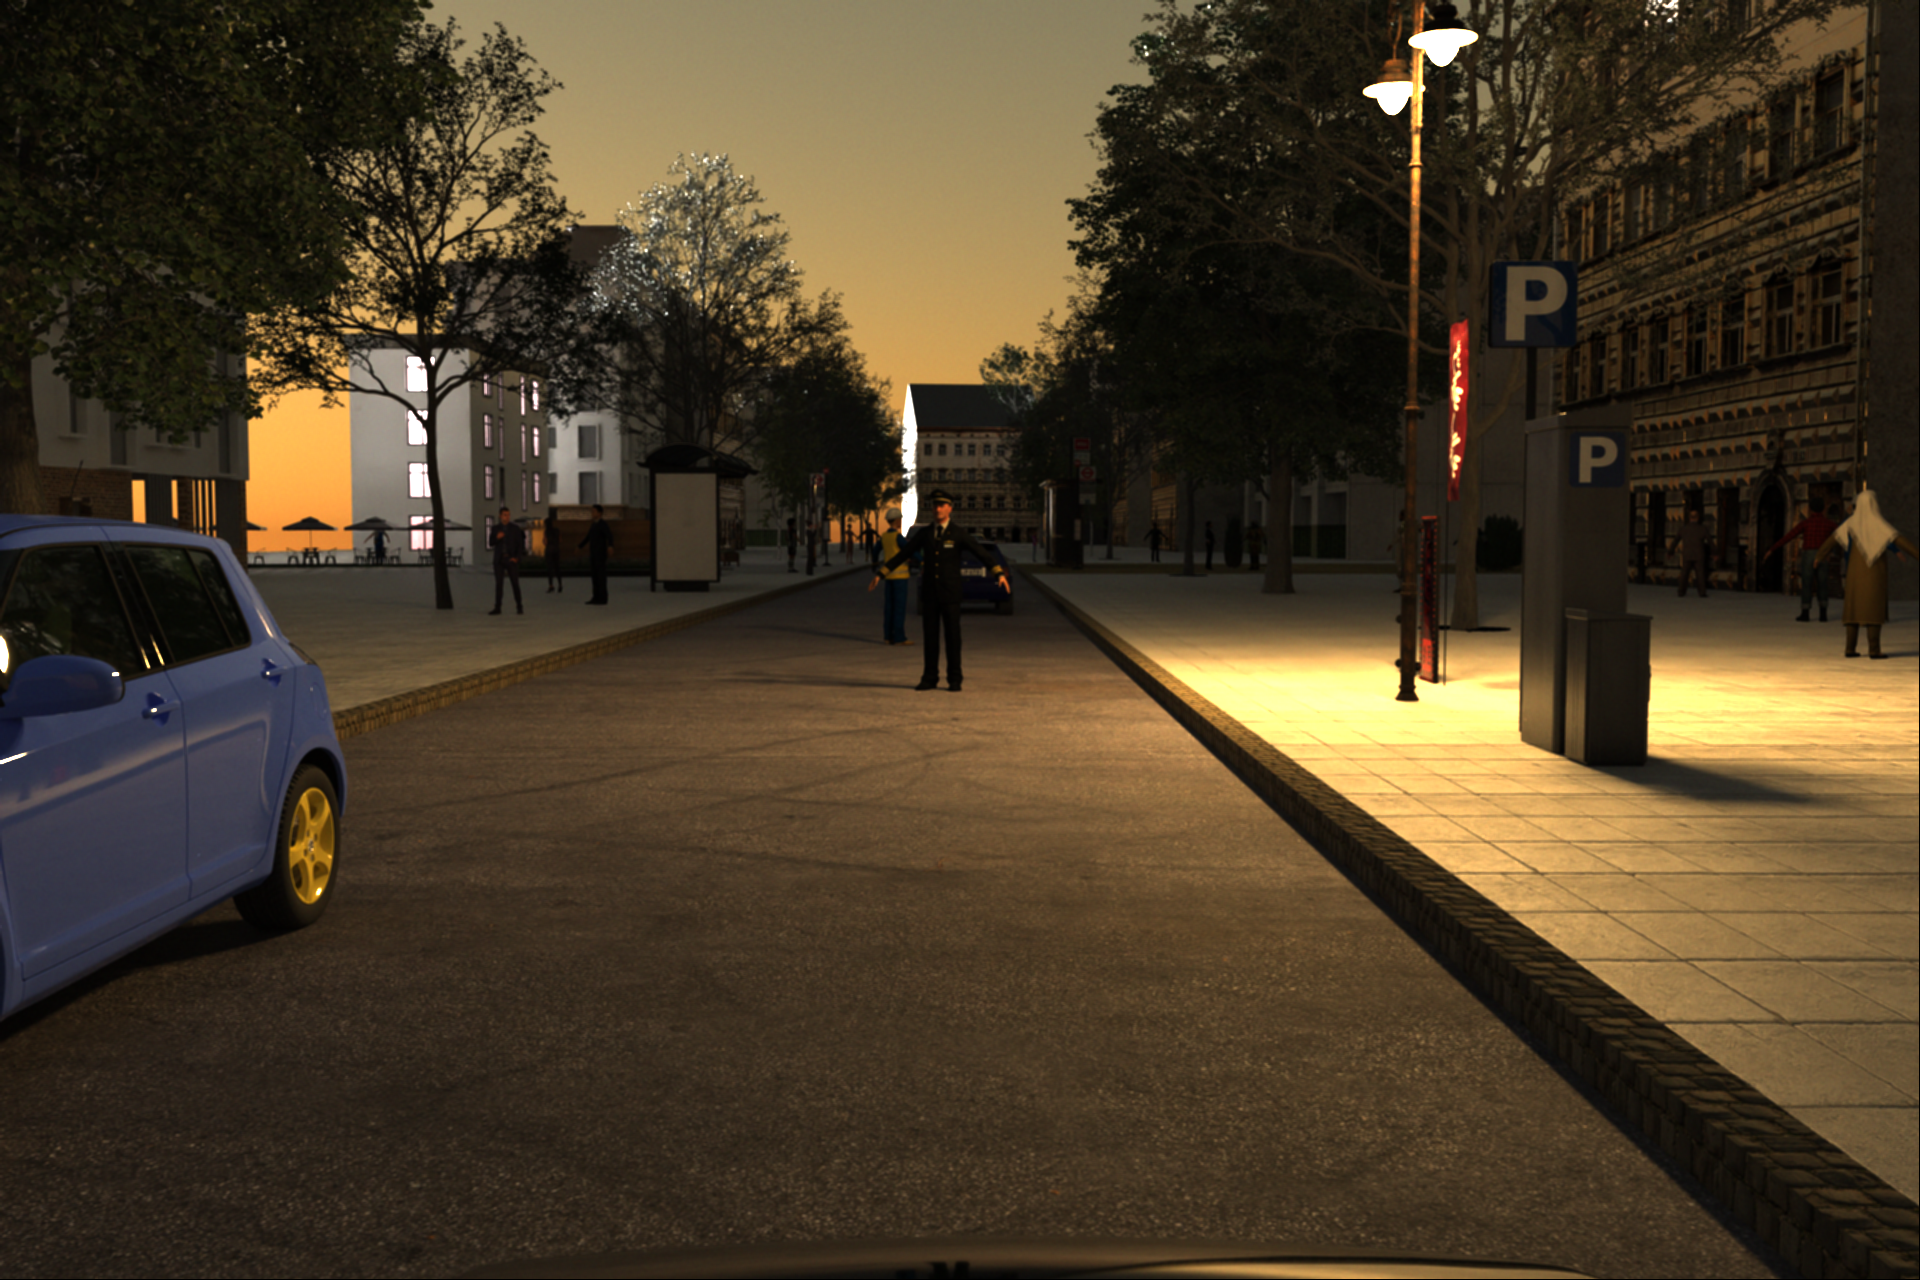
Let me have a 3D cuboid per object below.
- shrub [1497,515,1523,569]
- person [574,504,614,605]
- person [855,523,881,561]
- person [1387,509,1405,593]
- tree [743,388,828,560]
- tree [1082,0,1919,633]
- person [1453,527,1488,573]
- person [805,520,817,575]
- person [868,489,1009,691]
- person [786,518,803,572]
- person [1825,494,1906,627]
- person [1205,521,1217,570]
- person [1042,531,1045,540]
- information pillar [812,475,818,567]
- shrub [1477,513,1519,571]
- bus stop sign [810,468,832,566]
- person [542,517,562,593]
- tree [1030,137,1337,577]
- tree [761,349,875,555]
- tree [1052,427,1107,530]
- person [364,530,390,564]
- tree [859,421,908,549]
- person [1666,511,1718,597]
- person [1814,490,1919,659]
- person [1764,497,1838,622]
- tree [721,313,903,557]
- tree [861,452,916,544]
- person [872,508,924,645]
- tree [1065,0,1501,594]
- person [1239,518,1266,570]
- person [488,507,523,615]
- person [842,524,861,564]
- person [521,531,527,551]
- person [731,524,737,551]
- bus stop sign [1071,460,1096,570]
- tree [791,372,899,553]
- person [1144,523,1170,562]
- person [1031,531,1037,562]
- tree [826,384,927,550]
[{"bbox_3d":[19.880,-3.587,63.066,1.690,2.028,1.600,0,3,0],"label":"shrub"},{"bbox_3d":[-6.617,-1.560,31.557,0.704,1.823,1.345,-3,5,-40],"label":"person"},{"bbox_3d":[-4.250,-4.597,81.304,1.346,1.812,0.704,0,4,2],"label":"person"},{"bbox_3d":[9.700,-1.948,37.933,0.704,1.819,1.344,2,4,35],"label":"person"},{"bbox_3d":[-8.749,-8.224,84.827,4.737,8.622,4.395,0,3,0],"label":"tree"},{"bbox_3d":[6.887,-6.872,22.728,12.009,13.543,11.850,0,3,0],"label":"tree"},{"bbox_3d":[16.917,-3.148,57.241,0.705,1.856,1.354,-3,4,-36],"label":"person"},{"bbox_3d":[-4.557,-2.876,53.871,0.445,1.727,0.742,-3,5,-42],"label":"person"},{"bbox_3d":[-0.177,-0.459,15.889,1.347,1.837,0.705,1,4,17],"label":"person"},{"bbox_3d":[-5.617,-3.180,58.139,0.704,1.843,1.345,-2,4,-25],"label":"person"},{"bbox_3d":[12.478,-1.109,24.006,0.705,1.842,1.347,-1,4,-18],"label":"person"},{"bbox_3d":[8.989,-3.374,61.879,0.721,1.740,1.216,1,4,20],"label":"person"},{"bbox_3d":[4.698,-5.240,91.853,0.705,1.806,1.347,3,5,40],"label":"person"},{"bbox_3d":[-5.758,-4.713,68.406,0.183,3.616,0.504,0,4,2],"label":"information pillar"},{"bbox_3d":[18.524,-3.404,60.079,1.690,2.028,1.600,0,3,0],"label":"shrub"},{"bbox_3d":[-5.599,-4.958,69.761,0.855,3.939,0.416,0,4,0],"label":"bus stop sign"},{"bbox_3d":[-8.943,-1.862,37.962,0.415,1.643,0.593,0,4,5],"label":"person"},{"bbox_3d":[7.122,-8.691,52.467,12.009,13.543,11.850,0,3,0],"label":"tree"},{"bbox_3d":[-8.753,-11.506,106.254,7.486,12.596,7.792,0,3,0],"label":"tree"},{"bbox_3d":[7.497,-9.869,111.713,4.360,8.622,3.978,0,3,0],"label":"tree"},{"bbox_3d":[-24.002,-4.013,71.465,0.705,1.847,1.347,2,4,28],"label":"person"},{"bbox_3d":[-8.217,-13.762,150.757,9.928,11.665,9.643,0,3,0],"label":"tree"},{"bbox_3d":[14.926,-1.755,35.291,0.990,1.755,0.434,3,4,36],"label":"person"},{"bbox_3d":[9.425,-0.682,17.932,0.721,1.736,1.217,-2,4,-35],"label":"person"},{"bbox_3d":[12.529,-1.179,25.388,1.345,1.816,0.704,1,4,13],"label":"person"},{"bbox_3d":[-8.102,-11.296,95.051,12.009,13.543,11.850,0,3,0],"label":"tree"},{"bbox_3d":[-7.520,-13.868,161.159,8.767,10.594,7.601,2,4,34],"label":"tree"},{"bbox_3d":[-0.772,-0.827,22.437,0.721,1.772,1.216,-3,5,-40],"label":"person"},{"bbox_3d":[6.938,-7.983,37.182,9.857,13.997,8.962,0,3,0],"label":"tree"},{"bbox_3d":[10.491,-3.425,61.763,0.705,1.858,1.354,-2,4,-33],"label":"person"},{"bbox_3d":[-7.254,-1.265,27.643,0.541,1.710,0.530,1,4,9],"label":"person"},{"bbox_3d":[-4.708,-4.167,74.935,0.721,1.733,1.217,3,4,38],"label":"person"},{"bbox_3d":[-19.731,-4.397,78.075,0.705,1.806,1.347,0,4,6],"label":"person"},{"bbox_3d":[-11.311,-4.917,86.656,0.705,1.796,1.348,0,4,-3],"label":"person"},{"bbox_3d":[4.450,-4.507,62.386,0.855,3.939,0.416,0,4,0],"label":"bus stop sign"},{"bbox_3d":[-8.105,-12.347,119.993,7.486,12.596,7.792,0,3,0],"label":"tree"},{"bbox_3d":[9.015,-4.496,79.734,1.346,1.802,0.704,2,4,34],"label":"person"},{"bbox_3d":[3.474,-4.288,79.372,0.599,1.433,0.991,0,4,4],"label":"person"},{"bbox_3d":[-8.006,-14.053,140.128,12.009,13.543,11.850,0,3,0],"label":"tree"}]
